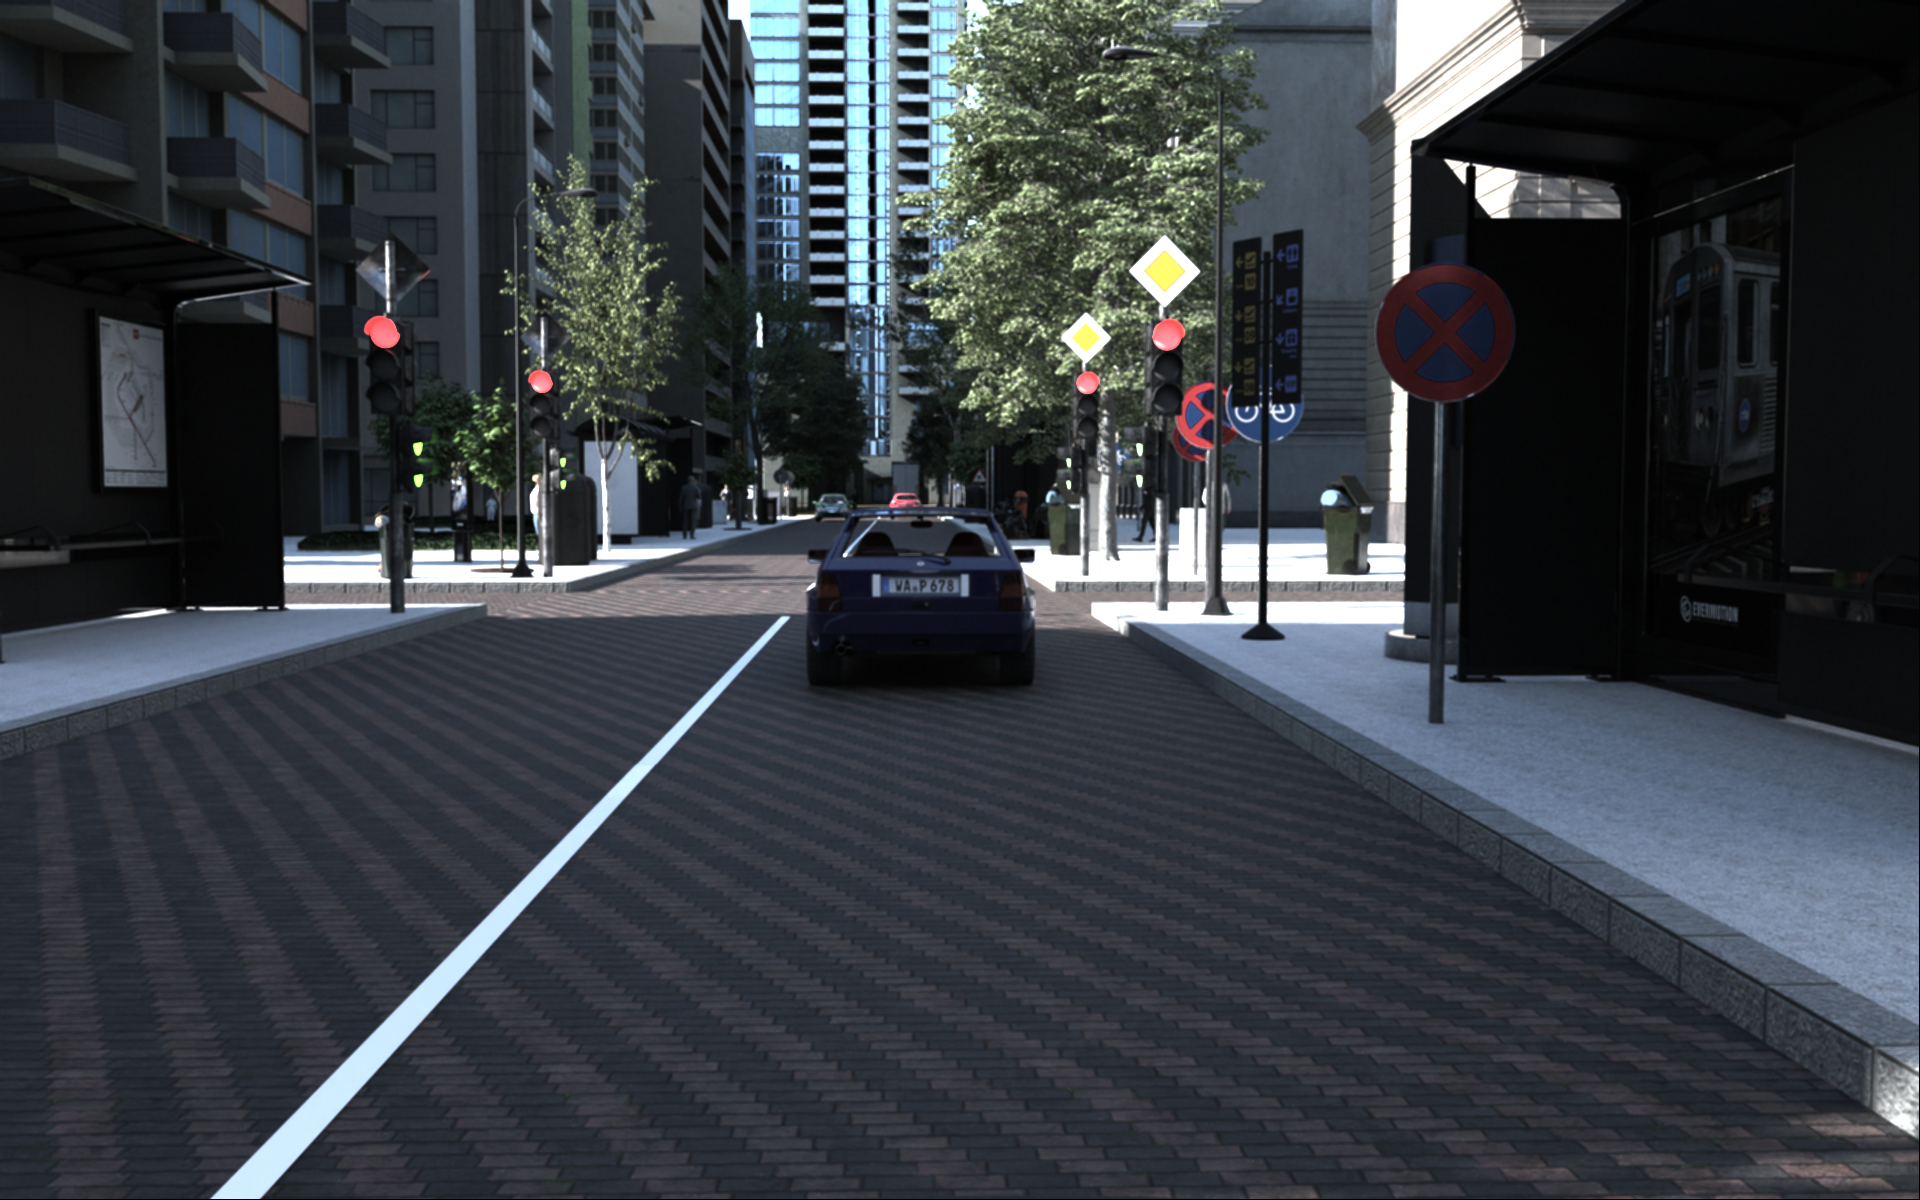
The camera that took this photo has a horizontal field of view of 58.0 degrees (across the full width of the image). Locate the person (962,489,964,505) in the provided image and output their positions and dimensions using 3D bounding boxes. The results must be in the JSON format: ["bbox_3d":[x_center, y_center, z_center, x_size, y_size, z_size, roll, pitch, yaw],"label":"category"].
[{"bbox_3d":[0.216,-9.466,161.529,1.217,1.736,0.721,1,4,18],"label":"person"}]

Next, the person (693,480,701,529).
[{"bbox_3d":[-9.636,-3.470,62.996,0.478,1.798,0.641,1,4,22],"label":"person"}]

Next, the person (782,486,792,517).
[{"bbox_3d":[-9.840,-5.617,98.636,0.466,1.731,0.760,1,4,18],"label":"person"}]

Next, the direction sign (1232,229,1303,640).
[{"bbox_3d":[2.691,-1.424,15.272,0.379,3.537,0.876,-2,4,-32],"label":"direction sign"}]

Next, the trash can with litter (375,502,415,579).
[{"bbox_3d":[-8.684,-0.917,26.382,0.624,1.170,1.055,-2,4,-31],"label":"trash can with litter"}]

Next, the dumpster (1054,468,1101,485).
[{"bbox_3d":[2.835,-2.073,39.650,1.264,1.857,1.865,0,4,-2],"label":"dumpster"}]

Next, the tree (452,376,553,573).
[{"bbox_3d":[-7.412,-2.071,28.461,1.663,3.219,1.824,0,3,0],"label":"tree"}]

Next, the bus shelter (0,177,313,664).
[{"bbox_3d":[-7.838,-1.508,15.942,1.731,3.624,6.357,0,4,-2],"label":"bus shelter"}]

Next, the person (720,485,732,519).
[{"bbox_3d":[-12.050,-5.091,89.239,0.622,1.834,0.822,0,4,-7],"label":"person"}]

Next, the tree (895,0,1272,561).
[{"bbox_3d":[2.476,-7.006,32.674,7.486,12.596,7.792,0,3,0],"label":"tree"}]

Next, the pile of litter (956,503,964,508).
[{"bbox_3d":[0.253,-4.713,91.027,1.176,0.858,1.719,0,4,1],"label":"pile of litter"}]

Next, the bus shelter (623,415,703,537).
[{"bbox_3d":[-9.251,-3.860,54.390,1.731,3.624,6.357,0,4,-2],"label":"bus shelter"}]

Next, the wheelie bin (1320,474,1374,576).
[{"bbox_3d":[6.130,-1.198,27.502,0.693,1.594,0.980,2,4,33],"label":"wheelie bin"}]

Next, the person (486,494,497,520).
[{"bbox_3d":[-16.952,-3.194,62.550,0.394,1.301,0.425,2,4,31],"label":"person"}]

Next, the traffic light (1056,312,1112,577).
[{"bbox_3d":[1.924,-2.322,26.881,0.839,4.253,0.868,0,4,-2],"label":"traffic light"}]

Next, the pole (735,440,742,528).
[{"bbox_3d":[-8.360,-4.371,65.316,0.158,3.312,0.155,0,3,0],"label":"pole"}]

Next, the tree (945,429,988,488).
[{"bbox_3d":[0.824,-6.353,87.584,4.285,4.588,4.351,0,3,0],"label":"tree"}]

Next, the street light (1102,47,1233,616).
[{"bbox_3d":[2.180,-2.792,18.182,1.470,5.913,1.316,0,4,-2],"label":"street light"}]

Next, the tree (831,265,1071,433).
[{"bbox_3d":[1.566,-9.047,73.669,9.928,11.665,9.643,0,3,0],"label":"tree"}]

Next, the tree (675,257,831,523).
[{"bbox_3d":[-9.066,-9.257,77.101,9.928,11.665,9.643,0,3,0],"label":"tree"}]

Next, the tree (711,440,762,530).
[{"bbox_3d":[-7.851,-4.122,61.995,1.663,3.219,1.824,0,3,0],"label":"tree"}]

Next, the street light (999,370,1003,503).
[{"bbox_3d":[0.791,-5.111,56.100,1.470,5.913,1.316,0,4,-2],"label":"street light"}]

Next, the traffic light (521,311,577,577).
[{"bbox_3d":[-6.332,-2.304,26.587,0.839,4.253,0.868,0,4,-2],"label":"traffic light"}]

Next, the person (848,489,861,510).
[{"bbox_3d":[-7.143,-6.587,116.716,1.217,1.766,0.721,3,4,37],"label":"person"}]

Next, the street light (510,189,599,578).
[{"bbox_3d":[-6.197,-3.299,26.482,1.470,5.913,1.316,0,4,-2],"label":"street light"}]

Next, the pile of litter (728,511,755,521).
[{"bbox_3d":[-10.518,-4.296,84.210,1.719,0.858,1.176,-1,4,-23],"label":"pile of litter"}]

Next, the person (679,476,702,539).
[{"bbox_3d":[-7.720,-2.656,49.639,0.661,1.801,0.590,0,4,-3],"label":"person"}]

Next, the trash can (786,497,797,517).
[{"bbox_3d":[-9.423,-5.218,96.962,0.748,1.137,0.748,0,3,0],"label":"trash can"}]

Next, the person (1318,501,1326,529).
[{"bbox_3d":[13.202,-3.209,62.782,0.475,1.303,0.640,-1,4,-23],"label":"person"}]

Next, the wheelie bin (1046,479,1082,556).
[{"bbox_3d":[2.209,-1.731,36.209,0.980,1.594,0.693,-3,5,-40],"label":"wheelie bin"}]

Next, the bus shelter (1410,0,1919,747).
[{"bbox_3d":[4.012,-1.070,8.775,1.731,3.624,6.357,0,4,-2],"label":"bus shelter"}]

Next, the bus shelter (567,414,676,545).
[{"bbox_3d":[-8.982,-3.213,46.457,2.014,3.302,5.546,0,4,-2],"label":"bus shelter"}]

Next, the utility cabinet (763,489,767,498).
[{"bbox_3d":[-9.124,-4.363,80.009,0.318,1.500,1.173,-1,4,-16],"label":"utility cabinet"}]

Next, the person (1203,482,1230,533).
[{"bbox_3d":[6.121,-2.171,41.391,0.661,1.843,0.795,0,4,-2],"label":"person"}]

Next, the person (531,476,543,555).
[{"bbox_3d":[-8.781,-1.823,36.524,0.598,1.740,0.731,-2,4,-34],"label":"person"}]

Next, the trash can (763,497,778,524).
[{"bbox_3d":[-8.089,-3.791,73.632,0.748,1.137,0.748,0,3,0],"label":"trash can"}]

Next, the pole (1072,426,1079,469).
[{"bbox_3d":[3.466,-3.566,52.150,0.158,3.312,0.155,0,3,0],"label":"pole"}]

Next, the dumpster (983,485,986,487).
[{"bbox_3d":[1.646,-4.676,82.212,1.264,1.857,1.865,0,4,-2],"label":"dumpster"}]

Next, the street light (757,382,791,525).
[{"bbox_3d":[-7.702,-6.073,71.836,1.470,5.913,1.316,0,4,-2],"label":"street light"}]

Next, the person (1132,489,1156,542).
[{"bbox_3d":[4.984,-2.484,46.428,0.755,1.850,0.659,0,4,8],"label":"person"}]

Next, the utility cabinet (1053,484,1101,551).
[{"bbox_3d":[2.665,-1.813,38.315,1.173,1.500,0.318,-1,4,-11],"label":"utility cabinet"}]

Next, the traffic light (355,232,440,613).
[{"bbox_3d":[-6.061,-1.816,18.606,0.839,4.253,0.868,0,4,-2],"label":"traffic light"}]

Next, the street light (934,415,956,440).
[{"bbox_3d":[-0.809,-7.874,101.281,1.470,5.913,1.316,0,4,-2],"label":"street light"}]

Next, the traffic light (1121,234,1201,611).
[{"bbox_3d":[2.195,-1.834,18.900,0.839,4.253,0.868,0,4,-2],"label":"traffic light"}]

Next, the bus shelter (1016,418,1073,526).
[{"bbox_3d":[2.740,-3.923,55.430,1.731,3.624,6.357,0,4,-2],"label":"bus shelter"}]

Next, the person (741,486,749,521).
[{"bbox_3d":[-10.104,-4.622,81.426,0.447,1.846,0.655,-3,4,-37],"label":"person"}]

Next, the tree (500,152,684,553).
[{"bbox_3d":[-7.727,-5.328,37.470,4.737,8.622,4.395,0,3,0],"label":"tree"}]

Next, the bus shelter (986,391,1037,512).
[{"bbox_3d":[1.894,-5.253,63.520,2.179,5.291,8.768,0,4,-2],"label":"bus shelter"}]
